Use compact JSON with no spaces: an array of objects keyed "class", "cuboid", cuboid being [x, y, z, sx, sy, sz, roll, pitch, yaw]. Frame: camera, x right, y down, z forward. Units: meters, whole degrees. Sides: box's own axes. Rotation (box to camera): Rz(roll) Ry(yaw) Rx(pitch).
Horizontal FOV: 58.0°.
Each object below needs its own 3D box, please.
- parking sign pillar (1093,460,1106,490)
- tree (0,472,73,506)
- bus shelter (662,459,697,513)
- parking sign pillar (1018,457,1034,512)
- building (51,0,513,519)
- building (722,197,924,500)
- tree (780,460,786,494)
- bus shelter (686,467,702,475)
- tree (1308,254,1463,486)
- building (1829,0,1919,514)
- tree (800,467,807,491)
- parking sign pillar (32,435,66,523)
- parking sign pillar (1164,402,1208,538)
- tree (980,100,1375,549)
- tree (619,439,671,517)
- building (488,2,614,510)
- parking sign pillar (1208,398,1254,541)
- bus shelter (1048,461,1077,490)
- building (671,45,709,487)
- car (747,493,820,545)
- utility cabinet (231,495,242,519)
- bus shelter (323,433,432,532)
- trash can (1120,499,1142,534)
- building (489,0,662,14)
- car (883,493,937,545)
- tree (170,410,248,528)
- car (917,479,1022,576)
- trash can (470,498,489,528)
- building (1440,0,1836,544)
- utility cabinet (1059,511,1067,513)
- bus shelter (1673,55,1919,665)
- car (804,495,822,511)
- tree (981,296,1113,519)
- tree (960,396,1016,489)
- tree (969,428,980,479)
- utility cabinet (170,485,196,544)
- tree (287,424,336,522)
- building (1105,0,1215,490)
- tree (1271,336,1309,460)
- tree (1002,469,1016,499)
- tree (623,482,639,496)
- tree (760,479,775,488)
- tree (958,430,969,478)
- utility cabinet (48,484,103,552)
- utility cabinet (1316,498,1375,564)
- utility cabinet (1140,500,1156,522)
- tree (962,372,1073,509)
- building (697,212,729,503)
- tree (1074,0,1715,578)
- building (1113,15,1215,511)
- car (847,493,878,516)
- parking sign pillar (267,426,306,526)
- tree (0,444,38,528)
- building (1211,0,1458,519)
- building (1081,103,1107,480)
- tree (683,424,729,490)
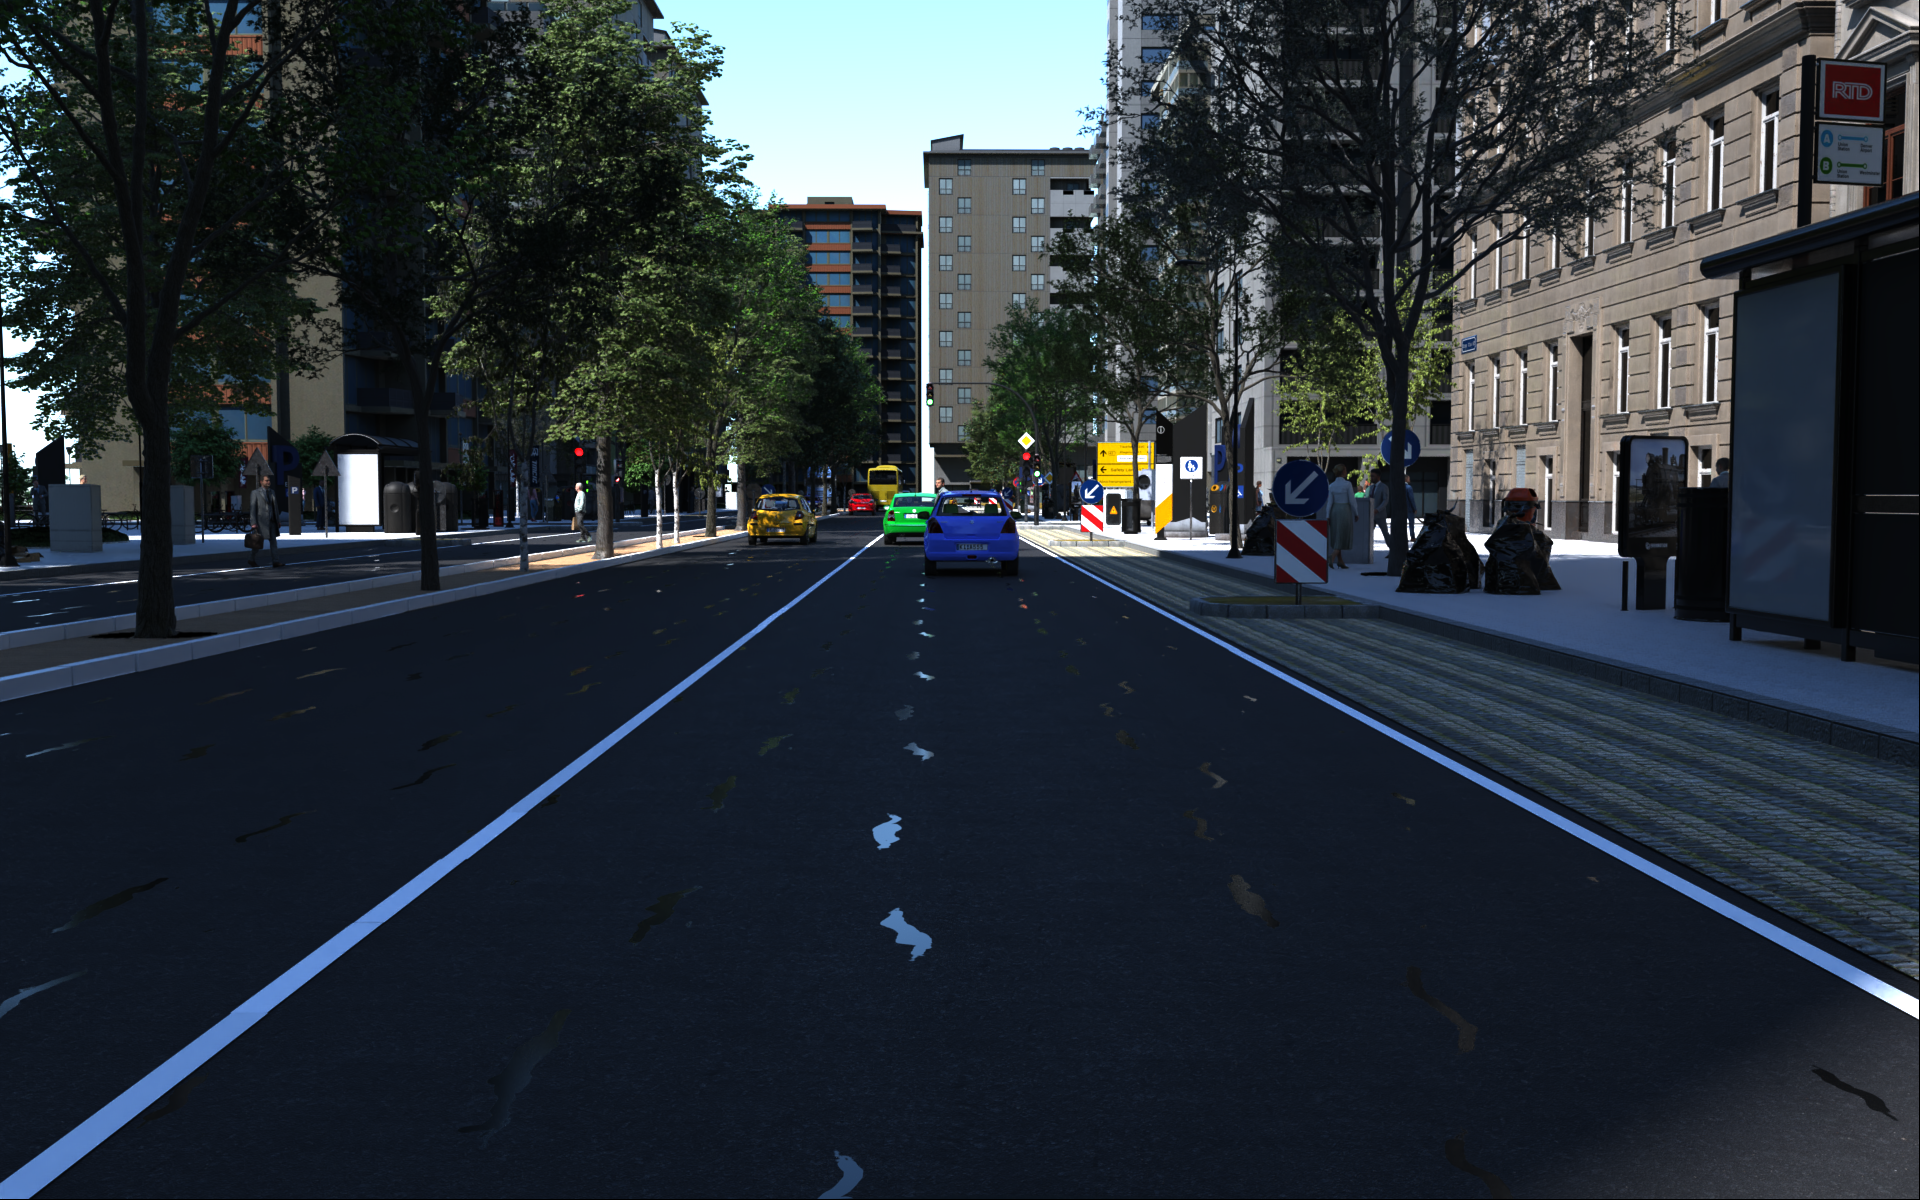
[{"class":"parking sign pillar","cuboid":[7.826,-6.646,97.128,1.447,3.967,1.447,-1,4,-10]},{"class":"tree","cuboid":[-73.250,-13.666,125.255,13.155,14.587,18.604,0,4,-4]},{"class":"bus shelter","cuboid":[-19.277,-7.864,119.851,1.731,3.624,6.357,0,4,-1]},{"class":"parking sign pillar","cuboid":[4.866,-8.290,124.015,1.447,3.967,1.447,1,4,16]},{"class":"building","cuboid":[-39.399,-27.351,101.814,22.147,44.769,28.867,0,4,-1]},{"class":"building","cuboid":[-19.817,-36.880,257.615,28.867,44.769,22.147,0,4,-1]},{"class":"tree","cuboid":[-20.279,-20.558,192.013,12.611,20.169,13.585,0,3,0]},{"class":"bus shelter","cuboid":[-20.130,-8.214,128.222,2.014,3.302,5.546,0,4,-1]},{"class":"tree","cuboid":[13.373,-6.250,52.557,4.737,8.622,4.395,0,3,0]},{"class":"building","cuboid":[22.073,-11.468,23.663,11.583,22.565,21.152,0,4,-1]},{"class":"tree","cuboid":[-19.633,-17.046,229.063,4.360,8.622,3.978,0,3,0]},{"class":"parking sign pillar","cuboid":[-40.976,-5.471,77.920,1.447,3.967,1.447,2,4,30]},{"class":"parking sign pillar","cuboid":[6.646,-3.843,51.301,1.447,3.967,1.447,1,4,11]},{"class":"tree","cuboid":[6.329,-6.507,40.797,8.767,10.594,7.601,-3,4,-38]},{"class":"tree","cuboid":[-18.082,-7.065,99.231,4.285,4.588,4.351,0,3,0]},{"class":"building","cuboid":[-36.426,-28.018,141.687,14.154,41.232,14.086,0,4,-1]},{"class":"parking sign pillar","cuboid":[7.810,-3.639,47.964,1.447,3.967,1.447,1,4,20]},{"class":"bus shelter","cuboid":[7.354,-8.153,124.578,1.731,3.624,6.357,0,4,-1]},{"class":"building","cuboid":[-44.828,-37.537,202.962,27.495,52.752,28.713,0,4,-1]},{"class":"car","cuboid":[-5.116,-2.449,50.259,2.015,1.641,3.980,0,4,1]},{"class":"utility cabinet","cuboid":[-33.404,-4.207,79.950,0.306,1.237,1.020,-1,4,-13]},{"class":"bus shelter","cuboid":[-20.210,-4.070,60.470,2.014,3.302,5.546,0,4,-1]},{"class":"trash can","cuboid":[5.492,-2.689,55.622,0.748,1.137,0.748,0,3,0]},{"class":"building","cuboid":[-44.370,-35.296,166.330,28.713,52.752,27.495,0,4,-1]},{"class":"car","cuboid":[-1.271,-2.539,50.312,1.959,1.807,4.718,0,4,0]},{"class":"tree","cuboid":[-29.094,-5.059,66.431,4.285,4.588,4.351,0,3,0]},{"class":"car","cuboid":[0.181,-1.357,31.778,1.945,1.707,3.694,0,4,-1]},{"class":"trash can","cuboid":[-17.896,-3.235,64.553,0.748,1.137,0.748,0,3,0]},{"class":"building","cuboid":[22.596,-15.268,46.892,12.463,27.353,25.104,0,4,-1]},{"class":"utility cabinet","cuboid":[7.240,-6.626,117.016,1.173,1.500,0.318,2,4,31]},{"class":"bus shelter","cuboid":[7.564,-2.200,13.599,2.179,5.291,8.768,0,4,-1]},{"class":"car","cuboid":[-12.590,-8.193,146.531,1.945,1.354,3.894,0,4,-2]},{"class":"tree","cuboid":[4.952,-10.085,90.647,9.928,11.665,9.643,0,3,0]},{"class":"tree","cuboid":[3.889,-17.255,200.247,7.486,12.596,7.792,0,3,0]},{"class":"tree","cuboid":[5.571,-7.510,57.206,7.601,10.594,8.767,-1,4,-22]},{"class":"utility cabinet","cuboid":[-19.988,-2.169,44.142,1.173,1.500,0.318,2,4,32]},{"class":"tree","cuboid":[-30.145,-5.956,81.093,4.285,4.588,4.351,0,3,0]},{"class":"building","cuboid":[25.186,-38.639,173.739,21.231,58.520,28.212,0,4,-1]},{"class":"tree","cuboid":[13.399,-6.943,63.881,4.737,8.622,4.395,0,3,0]},{"class":"tree","cuboid":[4.200,-12.778,159.280,4.737,8.622,4.395,0,3,0]},{"class":"tree","cuboid":[-28.340,-9.528,150.381,1.663,3.219,1.824,0,3,0]},{"class":"tree","cuboid":[-19.677,-11.114,176.322,1.663,3.219,1.824,0,3,0]},{"class":"tree","cuboid":[5.040,-12.378,136.792,7.601,10.594,8.767,1,4,22]},{"class":"utility cabinet","cuboid":[-19.578,-1.815,38.351,1.173,1.500,0.318,1,4,18]},{"class":"utility cabinet","cuboid":[7.127,-1.279,32.070,1.020,1.237,0.306,2,4,29]},{"class":"utility cabinet","cuboid":[8.756,-4.264,78.392,1.173,1.500,0.318,-1,4,-18]},{"class":"tree","cuboid":[4.961,-14.080,147.224,9.611,12.733,9.660,0,3,0]},{"class":"building","cuboid":[-41.808,-36.925,253.836,14.200,45.320,14.600,0,4,-1]},{"class":"tree","cuboid":[6.810,-7.125,26.860,12.009,13.543,11.850,0,3,0]},{"class":"building","cuboid":[28.733,-27.226,137.030,32.217,40.220,23.993,0,4,-1]},{"class":"car","cuboid":[-6.564,-6.566,116.395,2.155,1.783,4.494,0,4,-2]},{"class":"parking sign pillar","cuboid":[-26.993,-4.943,69.298,1.447,3.967,1.447,2,4,31]},{"class":"tree","cuboid":[-36.392,-4.409,66.694,1.663,3.219,1.824,0,3,0]},{"class":"building","cuboid":[26.227,-40.327,97.604,20.611,71.187,20.563,0,4,-1]},{"class":"building","cuboid":[26.835,-35.702,203.332,23.786,49.044,30.456,0,4,-1]},{"class":"tree","cuboid":[-19.507,-11.335,135.690,4.360,8.622,3.978,0,3,0]}]
